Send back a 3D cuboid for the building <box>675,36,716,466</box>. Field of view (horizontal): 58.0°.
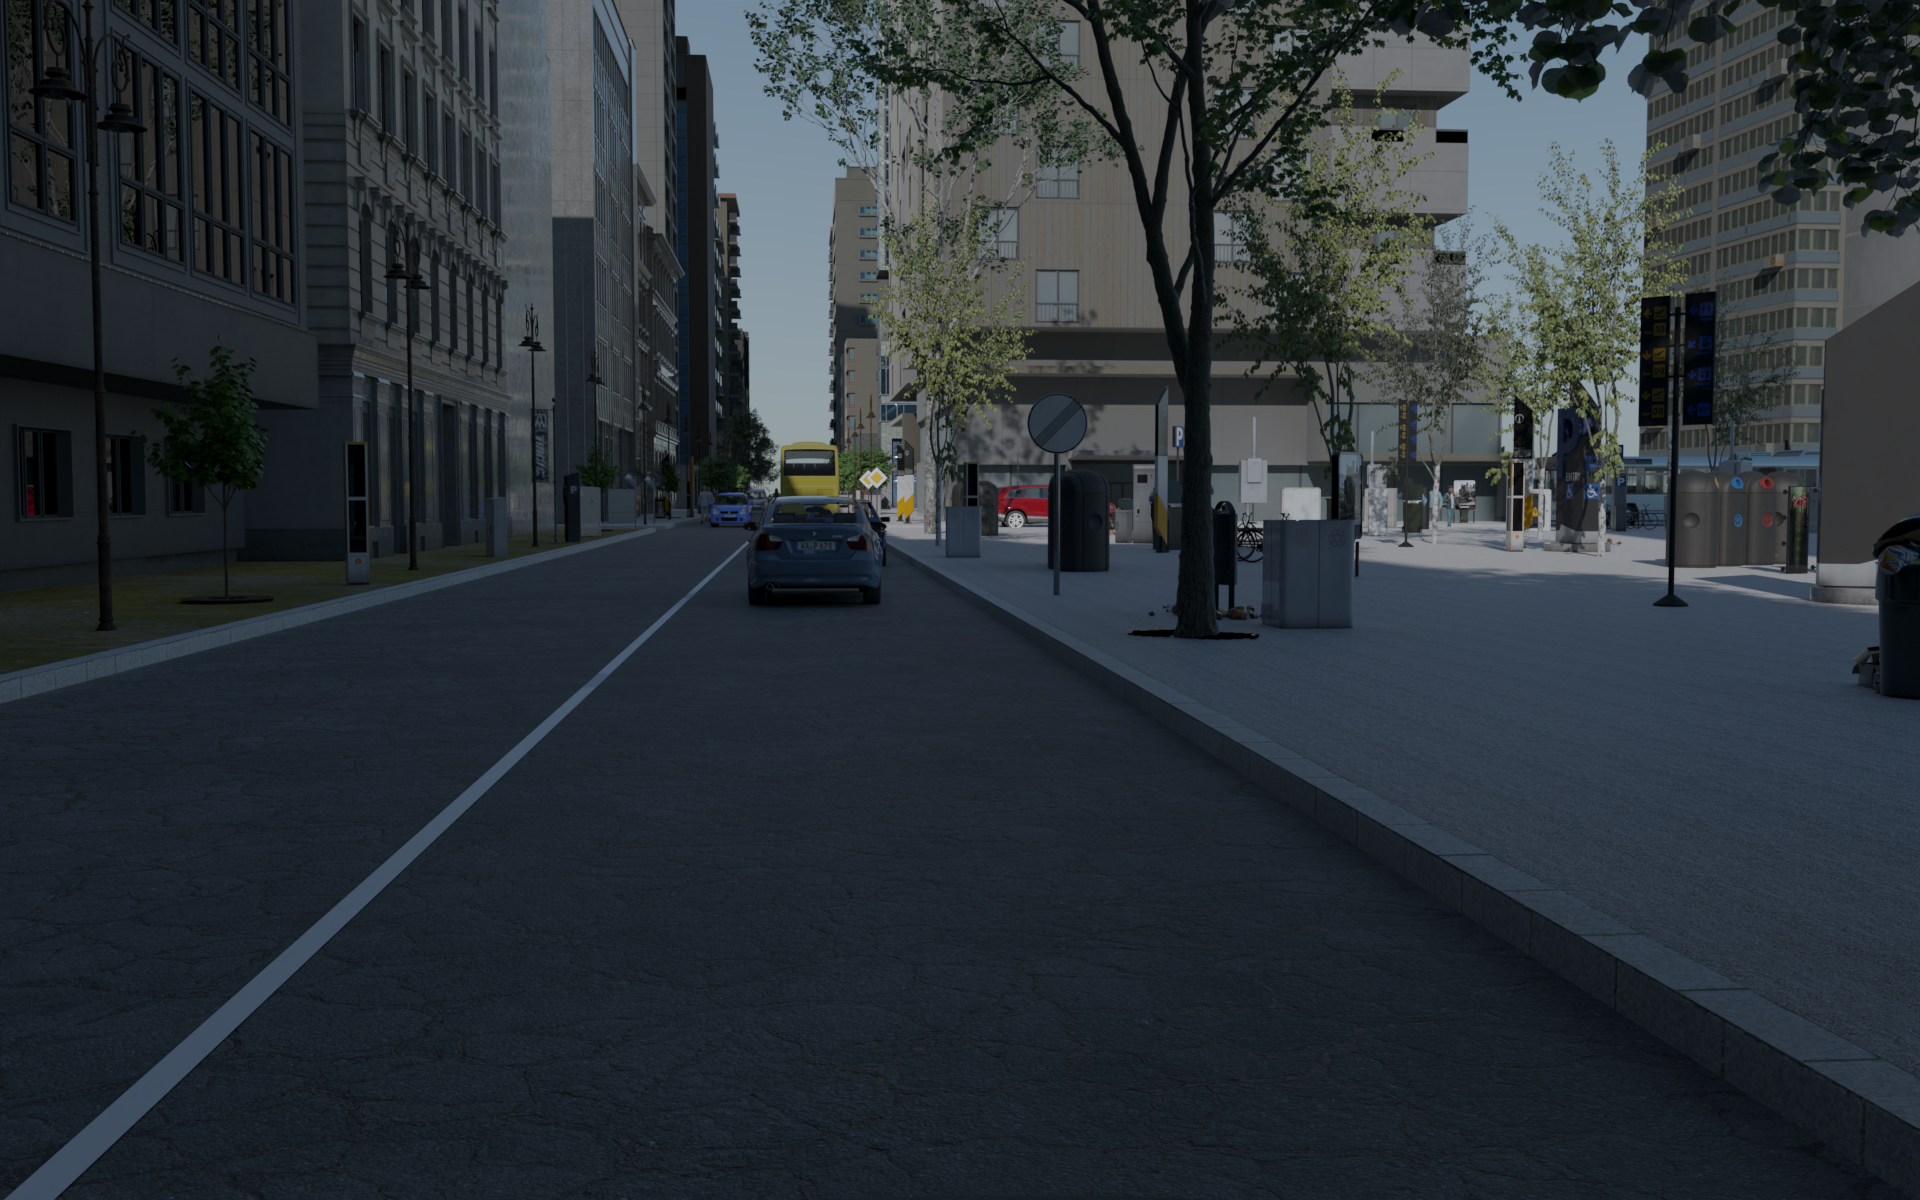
[{"bbox_3d":[-31.867,-32.019,173.625,14.600,45.320,14.200,0,4,-5],"label":"building"}]

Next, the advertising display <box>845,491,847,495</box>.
[{"bbox_3d":[-9.461,-8.089,137.467,0.974,1.923,0.123,-2,4,-27],"label":"advertising display"}]

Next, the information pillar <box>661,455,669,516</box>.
[{"bbox_3d":[-17.060,-6.671,100.428,0.504,3.616,0.183,1,4,20],"label":"information pillar"}]

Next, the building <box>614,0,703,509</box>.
[{"bbox_3d":[-33.725,-43.808,154.510,20.563,71.187,20.611,0,4,-5],"label":"building"}]

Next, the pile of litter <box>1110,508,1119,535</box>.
[{"bbox_3d":[4.988,-2.467,54.296,1.719,0.858,1.176,1,4,22],"label":"pile of litter"}]

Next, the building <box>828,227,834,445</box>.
[{"bbox_3d":[-9.908,-38.096,277.490,22.147,44.769,28.867,0,4,-5],"label":"building"}]

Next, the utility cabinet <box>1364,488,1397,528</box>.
[{"bbox_3d":[15.967,-3.491,65.749,1.173,1.500,0.318,2,4,35],"label":"utility cabinet"}]

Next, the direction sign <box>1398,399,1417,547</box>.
[{"bbox_3d":[10.793,-3.047,41.814,0.379,3.537,0.876,3,5,42],"label":"direction sign"}]

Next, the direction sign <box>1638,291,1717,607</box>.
[{"bbox_3d":[8.143,-1.697,19.739,0.379,3.537,0.876,-3,5,-40],"label":"direction sign"}]

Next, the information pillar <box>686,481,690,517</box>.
[{"bbox_3d":[-14.971,-5.591,95.910,0.304,2.012,0.304,1,4,10],"label":"information pillar"}]

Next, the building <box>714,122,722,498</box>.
[{"bbox_3d":[-38.582,-35.232,195.657,23.786,49.044,30.456,0,4,-5],"label":"building"}]

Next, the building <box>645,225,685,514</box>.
[{"bbox_3d":[-25.926,-17.497,122.240,11.583,22.565,21.152,0,4,-5],"label":"building"}]

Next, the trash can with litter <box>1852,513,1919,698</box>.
[{"bbox_3d":[6.060,0.013,11.180,0.624,1.170,1.055,0,4,7],"label":"trash can with litter"}]

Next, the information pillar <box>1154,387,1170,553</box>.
[{"bbox_3d":[4.388,-2.835,37.713,0.183,3.616,0.504,2,4,32],"label":"information pillar"}]

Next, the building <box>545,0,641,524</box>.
[{"bbox_3d":[-22.235,-16.141,81.933,12.078,24.808,19.932,0,4,-5],"label":"building"}]

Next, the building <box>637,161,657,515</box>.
[{"bbox_3d":[-24.099,-16.692,101.786,11.050,23.489,19.941,0,4,-5],"label":"building"}]

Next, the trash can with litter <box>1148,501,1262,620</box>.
[{"bbox_3d":[2.787,-0.452,18.455,1.678,1.210,2.233,-1,4,-10],"label":"trash can with litter"}]

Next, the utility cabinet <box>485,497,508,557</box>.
[{"bbox_3d":[-9.555,-1.498,35.661,0.306,1.237,1.020,-2,4,-24],"label":"utility cabinet"}]

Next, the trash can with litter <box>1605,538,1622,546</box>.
[{"bbox_3d":[16.325,-2.019,44.074,1.678,1.210,2.233,3,5,44],"label":"trash can with litter"}]

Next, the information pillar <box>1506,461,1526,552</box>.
[{"bbox_3d":[12.333,-2.078,38.461,0.304,2.012,0.304,0,4,-4],"label":"information pillar"}]

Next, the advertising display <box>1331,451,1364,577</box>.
[{"bbox_3d":[5.924,-1.303,26.511,0.123,1.923,0.974,2,4,35],"label":"advertising display"}]

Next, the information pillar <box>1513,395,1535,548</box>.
[{"bbox_3d":[13.271,-3.028,40.855,0.504,3.616,0.183,3,5,40],"label":"information pillar"}]

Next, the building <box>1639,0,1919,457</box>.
[{"bbox_3d":[54.305,-24.778,96.994,23.993,40.220,32.217,0,4,-5],"label":"building"}]

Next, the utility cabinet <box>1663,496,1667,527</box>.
[{"bbox_3d":[28.100,-3.464,67.795,1.020,1.237,0.306,1,4,18],"label":"utility cabinet"}]

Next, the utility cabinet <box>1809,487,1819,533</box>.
[{"bbox_3d":[27.899,-2.944,56.812,1.173,1.500,0.318,2,4,29],"label":"utility cabinet"}]

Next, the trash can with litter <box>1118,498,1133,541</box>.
[{"bbox_3d":[4.767,-2.235,47.934,0.624,1.170,1.055,-1,4,-16],"label":"trash can with litter"}]

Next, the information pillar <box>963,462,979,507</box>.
[{"bbox_3d":[0.254,-2.166,39.902,0.304,2.012,0.304,-1,4,-14],"label":"information pillar"}]

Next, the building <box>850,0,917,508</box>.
[{"bbox_3d":[0.323,-52.815,176.190,22.319,86.520,31.000,0,4,-5],"label":"building"}]

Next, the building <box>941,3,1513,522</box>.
[{"bbox_3d":[10.895,-30.590,89.384,27.495,52.752,28.713,0,4,-5],"label":"building"}]

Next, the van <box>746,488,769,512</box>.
[{"bbox_3d":[-14.891,-7.298,126.326,2.013,2.044,4.112,0,4,-4],"label":"van"}]

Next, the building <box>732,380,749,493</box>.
[{"bbox_3d":[-47.826,-26.248,274.198,27.650,21.520,28.899,0,4,-5],"label":"building"}]

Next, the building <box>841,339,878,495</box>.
[{"bbox_3d":[-0.129,-22.209,208.152,27.650,21.520,28.899,0,4,-5],"label":"building"}]

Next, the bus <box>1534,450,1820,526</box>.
[{"bbox_3d":[29.731,-4.709,71.858,13.247,3.499,2.948,0,4,-6],"label":"bus"}]

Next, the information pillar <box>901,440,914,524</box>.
[{"bbox_3d":[-2.201,-5.106,74.832,0.504,3.616,0.183,3,4,36],"label":"information pillar"}]

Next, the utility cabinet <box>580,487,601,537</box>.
[{"bbox_3d":[-11.216,-2.653,52.058,0.318,1.500,1.173,1,4,18],"label":"utility cabinet"}]

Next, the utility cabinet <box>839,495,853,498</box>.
[{"bbox_3d":[-8.096,-6.823,122.720,1.020,1.237,0.306,1,4,14],"label":"utility cabinet"}]

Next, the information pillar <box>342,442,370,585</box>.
[{"bbox_3d":[-8.519,-1.220,24.440,0.304,2.012,0.304,-2,4,-25],"label":"information pillar"}]

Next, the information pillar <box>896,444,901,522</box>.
[{"bbox_3d":[-2.710,-5.469,80.775,0.504,3.616,0.183,1,4,20],"label":"information pillar"}]

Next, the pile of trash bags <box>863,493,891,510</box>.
[{"bbox_3d":[-7.305,-8.249,144.622,1.912,1.369,3.447,-3,4,-38],"label":"pile of trash bags"}]

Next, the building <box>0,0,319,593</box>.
[{"bbox_3d":[-17.552,-13.779,18.792,14.314,27.812,24.014,0,4,-5],"label":"building"}]

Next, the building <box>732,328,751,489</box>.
[{"bbox_3d":[-43.170,-32.061,295.905,14.160,30.474,14.107,0,4,-5],"label":"building"}]

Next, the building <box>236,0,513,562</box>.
[{"bbox_3d":[-16.961,-11.724,40.842,9.793,20.994,18.267,0,4,-5],"label":"building"}]

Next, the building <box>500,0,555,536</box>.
[{"bbox_3d":[-22.301,-12.264,55.268,16.860,20.320,10.420,0,4,-5],"label":"building"}]

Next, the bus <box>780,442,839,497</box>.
[{"bbox_3d":[-6.994,-5.441,80.506,2.896,3.916,12.252,0,4,-5],"label":"bus"}]

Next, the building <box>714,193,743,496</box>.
[{"bbox_3d":[-42.168,-36.069,244.348,22.147,44.769,28.867,0,4,-5],"label":"building"}]

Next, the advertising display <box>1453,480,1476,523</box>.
[{"bbox_3d":[22.301,-4.367,76.615,0.974,1.923,0.123,1,4,12],"label":"advertising display"}]

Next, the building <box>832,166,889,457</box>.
[{"bbox_3d":[-7.620,-38.446,252.292,21.300,48.544,21.600,0,4,-5],"label":"building"}]
